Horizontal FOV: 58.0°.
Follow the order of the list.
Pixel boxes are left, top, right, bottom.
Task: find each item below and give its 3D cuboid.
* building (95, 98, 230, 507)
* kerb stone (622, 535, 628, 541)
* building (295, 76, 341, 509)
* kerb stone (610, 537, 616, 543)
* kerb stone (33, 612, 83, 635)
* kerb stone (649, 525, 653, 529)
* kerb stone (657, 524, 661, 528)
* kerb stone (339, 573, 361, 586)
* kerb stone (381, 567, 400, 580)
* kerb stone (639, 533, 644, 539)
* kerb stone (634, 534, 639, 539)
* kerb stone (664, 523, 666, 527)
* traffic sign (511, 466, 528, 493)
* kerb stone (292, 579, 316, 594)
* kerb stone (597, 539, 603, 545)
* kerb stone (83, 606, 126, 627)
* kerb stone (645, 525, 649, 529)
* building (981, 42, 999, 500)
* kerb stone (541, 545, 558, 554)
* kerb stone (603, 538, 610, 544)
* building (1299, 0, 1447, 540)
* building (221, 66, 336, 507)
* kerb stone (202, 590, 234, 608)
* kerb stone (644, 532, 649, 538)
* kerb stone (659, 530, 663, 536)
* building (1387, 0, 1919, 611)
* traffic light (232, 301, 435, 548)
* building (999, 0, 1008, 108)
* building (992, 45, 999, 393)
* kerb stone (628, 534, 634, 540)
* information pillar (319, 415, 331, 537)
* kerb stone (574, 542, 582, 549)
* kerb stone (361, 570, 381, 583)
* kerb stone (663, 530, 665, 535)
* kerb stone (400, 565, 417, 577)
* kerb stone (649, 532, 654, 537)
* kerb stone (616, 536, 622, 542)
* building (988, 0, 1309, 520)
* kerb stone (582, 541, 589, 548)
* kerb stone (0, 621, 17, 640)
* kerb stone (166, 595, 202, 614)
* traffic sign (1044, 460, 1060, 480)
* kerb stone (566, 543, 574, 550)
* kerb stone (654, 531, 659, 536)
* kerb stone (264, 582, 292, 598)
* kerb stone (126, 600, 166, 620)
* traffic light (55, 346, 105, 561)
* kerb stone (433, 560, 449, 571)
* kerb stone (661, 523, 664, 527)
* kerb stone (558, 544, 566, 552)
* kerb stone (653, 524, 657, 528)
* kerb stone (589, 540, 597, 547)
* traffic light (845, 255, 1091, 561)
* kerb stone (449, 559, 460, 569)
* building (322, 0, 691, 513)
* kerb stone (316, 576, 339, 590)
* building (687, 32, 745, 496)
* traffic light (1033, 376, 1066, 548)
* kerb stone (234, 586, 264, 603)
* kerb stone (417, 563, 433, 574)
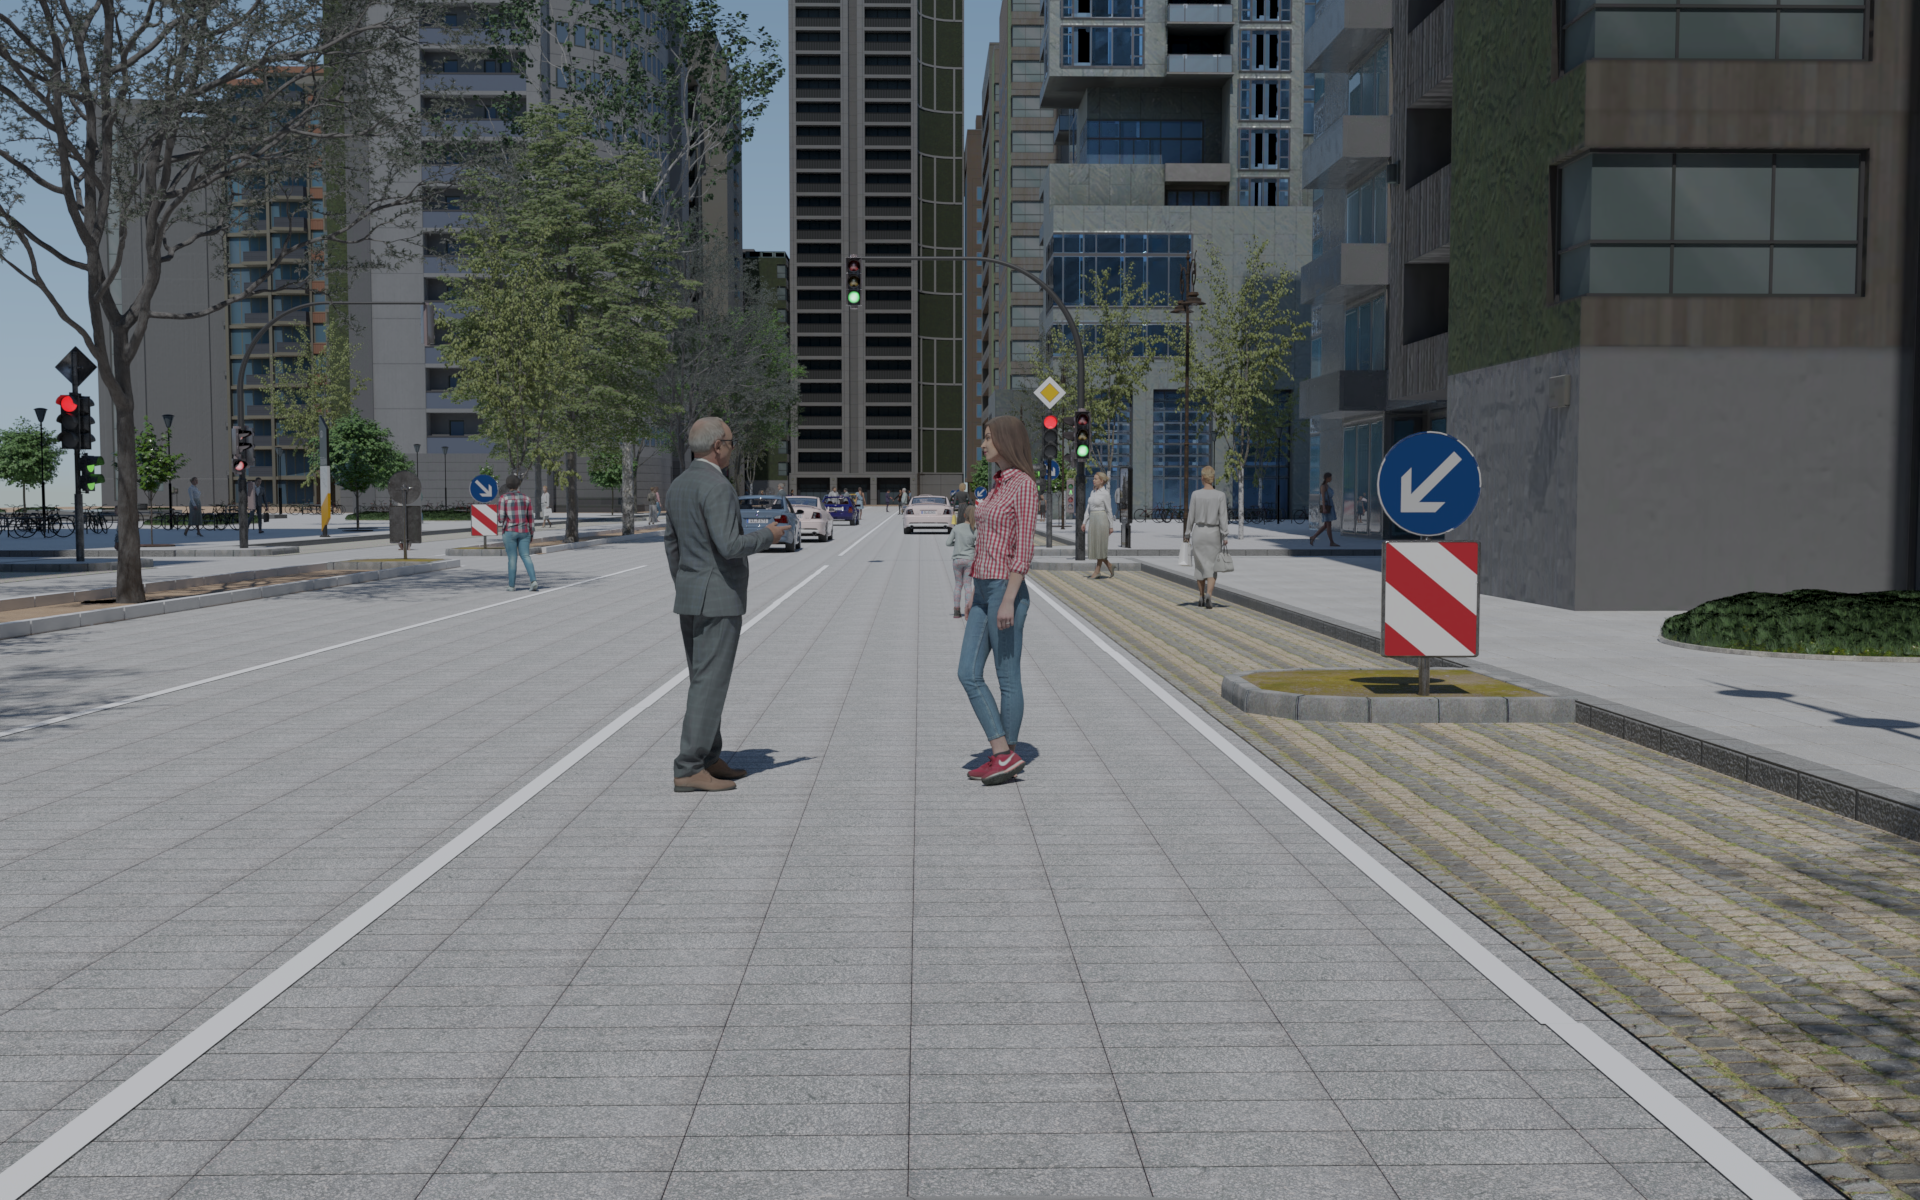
[{"bbox_3d":[-80.917,-30.514,182.498,14.086,41.232,14.154,0,4,-1],"label":"building"},{"bbox_3d":[-10.281,-1.850,52.482,0.120,0.150,1.000,0,4,-1],"label":"kerb stone"},{"bbox_3d":[-39.081,-28.345,155.320,32.217,40.220,23.993,0,4,-1],"label":"building"},{"bbox_3d":[-10.228,-1.727,50.434,0.120,0.150,1.000,0,4,-1],"label":"kerb stone"},{"bbox_3d":[-9.498,0.251,18.094,0.120,0.150,1.000,0,4,-1],"label":"kerb stone"},{"bbox_3d":[-12.789,-2.976,70.859,0.120,0.150,1.000,0,4,-1],"label":"kerb stone"},{"bbox_3d":[-12.844,-3.101,72.903,0.120,0.150,1.000,0,4,-1],"label":"kerb stone"},{"bbox_3d":[-9.709,-0.308,27.309,0.120,0.150,1.000,0,4,-1],"label":"kerb stone"},{"bbox_3d":[-9.750,-0.438,29.371,0.120,0.150,1.000,0,4,-1],"label":"kerb stone"},{"bbox_3d":[-10.346,-2.040,55.555,0.120,0.150,1.000,0,4,-1],"label":"kerb stone"},{"bbox_3d":[-10.326,-1.978,54.533,0.120,0.150,1.000,0,4,-1],"label":"kerb stone"},{"bbox_3d":[-12.879,-3.227,74.949,0.120,0.150,1.000,0,4,-1],"label":"kerb stone"},{"bbox_3d":[-19.480,-4.680,76.618,0.768,2.556,0.104,0,4,5],"label":"traffic sign"},{"bbox_3d":[-9.666,-0.188,25.265,0.120,0.150,1.000,0,4,-1],"label":"kerb stone"},{"bbox_3d":[-10.191,-1.602,48.383,0.120,0.150,1.000,0,4,-1],"label":"kerb stone"},{"bbox_3d":[-9.523,0.188,19.119,0.120,0.150,1.000,0,4,-1],"label":"kerb stone"},{"bbox_3d":[-12.767,-2.913,69.837,0.120,0.150,1.000,0,4,-1],"label":"kerb stone"},{"bbox_3d":[13.259,-34.015,179.846,21.300,48.544,21.600,0,4,-1],"label":"building"},{"bbox_3d":[-10.041,-1.225,42.230,0.120,0.150,1.000,0,4,-1],"label":"kerb stone"},{"bbox_3d":[-10.209,-1.664,49.406,0.120,0.150,1.000,0,4,-1],"label":"kerb stone"},{"bbox_3d":[25.628,-26.436,51.840,30.456,49.044,23.786,0,4,-1],"label":"building"},{"bbox_3d":[-59.348,-32.042,178.513,28.867,44.769,22.147,0,4,-1],"label":"building"},{"bbox_3d":[-9.591,0.002,22.192,0.120,0.150,1.000,0,4,-1],"label":"kerb stone"},{"bbox_3d":[-10.369,-2.103,56.577,0.120,0.150,1.000,0,4,-1],"label":"kerb stone"},{"bbox_3d":[-10.444,-2.291,59.660,0.120,0.150,1.000,0,4,-1],"label":"kerb stone"},{"bbox_3d":[13.601,-15.496,25.056,14.160,30.474,14.107,0,4,-1],"label":"building"},{"bbox_3d":[-14.851,-4.056,40.979,4.771,5.953,1.251,0,4,-1],"label":"traffic light"},{"bbox_3d":[10.526,-30.415,147.401,14.600,45.320,14.200,0,4,-1],"label":"building"},{"bbox_3d":[9.910,-29.259,161.981,14.154,41.232,14.086,0,4,-1],"label":"building"},{"bbox_3d":[-10.304,-1.915,53.504,0.120,0.150,1.000,0,4,-1],"label":"kerb stone"},{"bbox_3d":[-18.844,-3.672,51.390,0.183,3.616,0.504,-3,5,-44],"label":"information pillar"},{"bbox_3d":[-10.113,-1.413,45.315,0.120,0.150,1.000,0,4,-1],"label":"kerb stone"},{"bbox_3d":[-9.738,-0.376,28.346,0.120,0.150,1.000,0,4,-1],"label":"kerb stone"},{"bbox_3d":[-10.462,-2.355,60.696,0.120,0.150,1.000,0,4,-1],"label":"kerb stone"},{"bbox_3d":[-9.781,-0.502,30.398,0.120,0.150,1.000,0,4,-1],"label":"kerb stone"},{"bbox_3d":[-10.390,-2.165,57.599,0.120,0.150,1.000,0,4,-1],"label":"kerb stone"},{"bbox_3d":[-10.251,-1.790,51.459,0.120,0.150,1.000,0,4,-1],"label":"kerb stone"},{"bbox_3d":[13.426,-48.122,99.472,22.319,86.520,31.000,0,4,-1],"label":"building"},{"bbox_3d":[-10.142,-1.477,46.337,0.120,0.150,1.000,0,4,-1],"label":"kerb stone"},{"bbox_3d":[-9.482,0.313,17.070,0.120,0.150,1.000,0,4,-1],"label":"kerb stone"},{"bbox_3d":[-9.563,0.063,21.169,0.120,0.150,1.000,0,4,-1],"label":"kerb stone"},{"bbox_3d":[3.324,-3.933,64.404,0.768,2.556,0.104,0,4,5],"label":"traffic sign"},{"bbox_3d":[-10.099,-1.351,44.289,0.120,0.150,1.000,0,4,-1],"label":"kerb stone"},{"bbox_3d":[-10.420,-2.229,58.634,0.120,0.150,1.000,0,4,-1],"label":"kerb stone"},{"bbox_3d":[-9.634,-0.125,24.241,0.120,0.150,1.000,0,4,-1],"label":"kerb stone"},{"bbox_3d":[-9.542,0.125,20.148,0.120,0.150,1.000,0,4,-1],"label":"kerb stone"},{"bbox_3d":[-16.759,-2.691,32.914,0.839,4.253,0.868,0,4,-1],"label":"traffic light"},{"bbox_3d":[-9.825,-0.626,32.446,0.120,0.150,1.000,0,4,-1],"label":"kerb stone"},{"bbox_3d":[-12.867,-3.164,73.925,0.120,0.150,1.000,0,4,-1],"label":"kerb stone"},{"bbox_3d":[-10.073,-1.284,43.261,0.120,0.150,1.000,0,4,-1],"label":"kerb stone"},{"bbox_3d":[-12.811,-3.039,71.881,0.120,0.150,1.000,0,4,-1],"label":"kerb stone"},{"bbox_3d":[-10.159,-1.535,47.360,0.120,0.150,1.000,0,4,-1],"label":"kerb stone"},{"bbox_3d":[0.207,-3.578,33.171,4.771,5.953,1.251,0,4,-1],"label":"traffic light"},{"bbox_3d":[-9.850,-0.690,33.474,0.120,0.150,1.000,0,4,-1],"label":"kerb stone"},{"bbox_3d":[-32.612,-35.893,128.847,21.231,58.520,28.212,0,4,-1],"label":"building"},{"bbox_3d":[-9.688,-0.247,26.287,0.120,0.150,1.000,0,4,-1],"label":"kerb stone"},{"bbox_3d":[-34.136,-34.004,179.668,21.600,48.544,21.300,0,4,-1],"label":"building"},{"bbox_3d":[2.116,-3.206,41.343,0.839,4.253,0.868,0,4,-1],"label":"traffic light"},{"bbox_3d":[-9.617,-0.062,23.214,0.120,0.150,1.000,0,4,-1],"label":"kerb stone"},{"bbox_3d":[-9.804,-0.559,31.425,0.120,0.150,1.000,0,4,-1],"label":"kerb stone"}]
